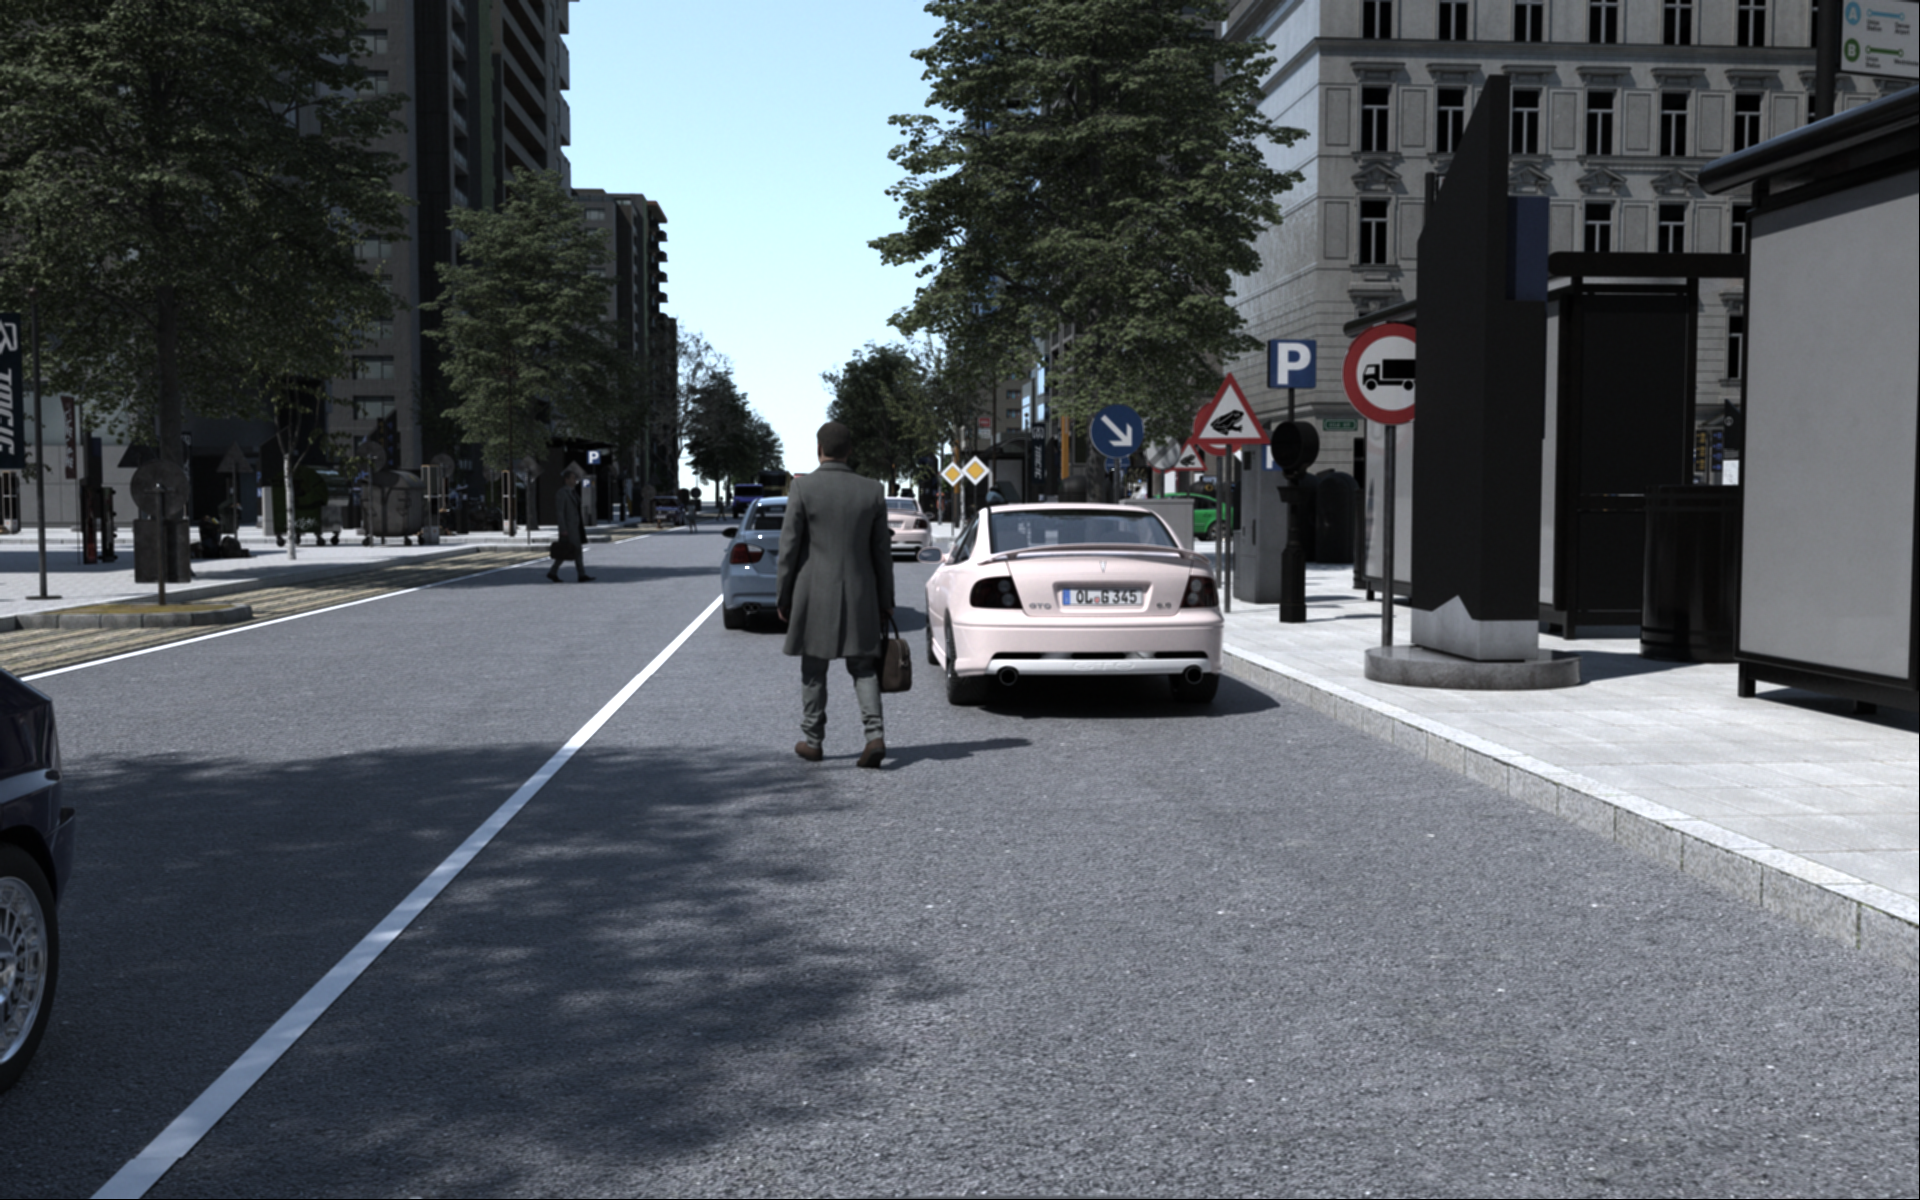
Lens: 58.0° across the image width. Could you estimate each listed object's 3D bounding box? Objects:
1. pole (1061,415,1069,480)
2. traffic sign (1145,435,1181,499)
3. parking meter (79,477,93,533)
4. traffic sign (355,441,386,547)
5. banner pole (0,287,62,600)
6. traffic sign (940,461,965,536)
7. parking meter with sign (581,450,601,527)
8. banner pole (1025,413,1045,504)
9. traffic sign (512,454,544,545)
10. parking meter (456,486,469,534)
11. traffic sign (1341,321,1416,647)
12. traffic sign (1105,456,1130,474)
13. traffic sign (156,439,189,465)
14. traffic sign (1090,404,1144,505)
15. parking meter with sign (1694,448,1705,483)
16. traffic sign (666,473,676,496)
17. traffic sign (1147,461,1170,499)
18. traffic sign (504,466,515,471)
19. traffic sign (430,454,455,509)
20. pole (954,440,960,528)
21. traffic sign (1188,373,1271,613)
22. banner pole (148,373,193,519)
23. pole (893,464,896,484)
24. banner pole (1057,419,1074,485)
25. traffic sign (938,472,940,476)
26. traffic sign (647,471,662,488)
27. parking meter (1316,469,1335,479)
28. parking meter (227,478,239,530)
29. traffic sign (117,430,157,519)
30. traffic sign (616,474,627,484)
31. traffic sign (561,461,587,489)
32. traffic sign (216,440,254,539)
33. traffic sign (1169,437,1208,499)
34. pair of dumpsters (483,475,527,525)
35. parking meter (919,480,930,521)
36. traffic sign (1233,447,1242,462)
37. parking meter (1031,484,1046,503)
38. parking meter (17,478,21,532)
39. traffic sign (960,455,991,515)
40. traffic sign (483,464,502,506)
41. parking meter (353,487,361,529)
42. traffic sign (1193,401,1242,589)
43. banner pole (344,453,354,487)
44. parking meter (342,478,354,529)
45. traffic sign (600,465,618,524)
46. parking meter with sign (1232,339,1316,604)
[{"bbox_3d":[2.645,-3.043,43.591,0.158,3.312,0.155,0,3,0],"label":"pole"},{"bbox_3d":[4.282,-2.233,36.611,0.768,2.556,0.104,0,4,1],"label":"traffic sign"},{"bbox_3d":[-29.141,-3.184,57.774,0.399,1.863,0.255,1,4,22],"label":"parking meter"},{"bbox_3d":[-14.221,-2.548,41.772,0.768,2.556,0.104,0,4,5],"label":"traffic sign"},{"bbox_3d":[-11.450,-1.899,21.066,0.863,3.779,0.401,0,4,-7],"label":"banner pole"},{"bbox_3d":[-0.223,-2.996,52.634,0.795,2.450,0.064,0,4,-4],"label":"traffic sign"},{"bbox_3d":[-14.689,-4.414,68.435,0.543,3.016,1.738,0,4,5],"label":"parking meter with sign"},{"bbox_3d":[2.270,-3.885,53.538,0.863,3.779,0.401,-1,4,-19],"label":"banner pole"},{"bbox_3d":[-10.919,-2.457,43.821,0.795,2.450,0.064,0,4,-4],"label":"traffic sign"},{"bbox_3d":[-15.891,-2.867,55.281,0.372,1.533,0.369,0,3,0],"label":"parking meter"},{"bbox_3d":[3.187,-0.780,12.852,0.768,2.556,0.104,0,4,-2],"label":"traffic sign"},{"bbox_3d":[4.726,-3.178,52.060,0.768,2.556,0.104,0,4,1],"label":"traffic sign"},{"bbox_3d":[-16.895,-2.265,37.133,0.768,2.556,0.104,0,4,4],"label":"traffic sign"},{"bbox_3d":[2.230,-1.500,24.626,0.768,2.556,0.104,0,4,5],"label":"traffic sign"},{"bbox_3d":[28.159,-4.272,66.111,0.543,3.016,1.738,3,4,36],"label":"parking meter with sign"},{"bbox_3d":[-18.088,-6.577,107.545,0.884,2.594,0.081,0,4,-2],"label":"traffic sign"},{"bbox_3d":[5.067,-2.654,43.494,0.768,2.556,0.104,0,4,1],"label":"traffic sign"},{"bbox_3d":[-20.141,-4.748,77.735,0.768,2.556,0.104,0,4,-4],"label":"traffic sign"},{"bbox_3d":[-16.320,-3.334,54.615,0.768,2.556,0.104,0,4,-1],"label":"traffic sign"},{"bbox_3d":[-0.115,-4.382,65.490,0.158,3.312,0.155,0,3,0],"label":"pole"},{"bbox_3d":[2.887,-1.139,18.629,0.884,2.594,0.081,0,4,2],"label":"traffic sign"},{"bbox_3d":[-16.518,-2.811,35.973,0.401,3.779,0.863,2,4,33],"label":"banner pole"},{"bbox_3d":[-4.528,-7.668,119.222,0.158,3.312,0.155,0,3,0],"label":"pole"},{"bbox_3d":[3.554,-4.149,57.851,0.863,3.779,0.401,-3,4,-38],"label":"banner pole"},{"bbox_3d":[-1.341,-5.980,97.878,0.768,2.556,0.104,0,4,5],"label":"traffic sign"},{"bbox_3d":[-17.027,-5.900,96.461,0.884,2.594,0.081,0,4,3],"label":"traffic sign"},{"bbox_3d":[8.436,-2.102,40.072,0.399,1.863,0.255,3,5,42],"label":"parking meter"},{"bbox_3d":[-26.268,-3.480,62.606,0.399,1.863,0.255,-2,4,-27],"label":"parking meter"},{"bbox_3d":[-16.580,-2.141,35.007,0.884,2.594,0.081,0,4,-1],"label":"traffic sign"},{"bbox_3d":[-20.994,-6.570,107.518,0.768,2.556,0.104,0,4,-3],"label":"traffic sign"},{"bbox_3d":[-11.535,-2.944,51.783,0.795,2.450,0.064,0,4,-4],"label":"traffic sign"},{"bbox_3d":[-17.505,-2.557,41.810,0.884,2.594,0.081,0,4,-3],"label":"traffic sign"},{"bbox_3d":[5.238,-2.431,39.751,0.884,2.594,0.081,0,4,2],"label":"traffic sign"},{"bbox_3d":[-18.982,-4.308,72.924,1.574,2.255,4.437,0,4,-5],"label":"pair of dumpsters"},{"bbox_3d":[-1.407,-3.905,69.559,0.399,1.863,0.255,-3,5,-41],"label":"parking meter"},{"bbox_3d":[4.190,-1.473,25.273,0.795,2.450,0.064,0,4,-3],"label":"traffic sign"},{"bbox_3d":[2.021,-2.228,44.831,0.372,1.533,0.369,0,3,0],"label":"parking meter"},{"bbox_3d":[-32.134,-3.251,58.857,0.255,1.863,0.399,-1,4,-13],"label":"parking meter"},{"bbox_3d":[0.393,-2.509,44.672,0.795,2.450,0.064,0,4,-4],"label":"traffic sign"},{"bbox_3d":[-18.629,-4.213,68.988,0.768,2.556,0.104,0,4,1],"label":"traffic sign"},{"bbox_3d":[-22.469,-3.433,64.537,0.372,1.533,0.369,0,3,0],"label":"parking meter"},{"bbox_3d":[3.514,-1.428,23.457,0.768,2.556,0.104,0,4,-4],"label":"traffic sign"},{"bbox_3d":[-37.185,-7.056,105.383,0.863,3.779,0.401,0,4,4],"label":"banner pole"},{"bbox_3d":[-22.312,-3.508,63.064,0.255,1.863,0.399,1,4,16],"label":"parking meter"},{"bbox_3d":[-15.283,-4.607,75.431,0.768,2.556,0.104,0,4,3],"label":"traffic sign"},{"bbox_3d":[3.630,-1.479,20.447,0.543,3.016,1.738,-1,4,-8],"label":"parking meter with sign"}]
